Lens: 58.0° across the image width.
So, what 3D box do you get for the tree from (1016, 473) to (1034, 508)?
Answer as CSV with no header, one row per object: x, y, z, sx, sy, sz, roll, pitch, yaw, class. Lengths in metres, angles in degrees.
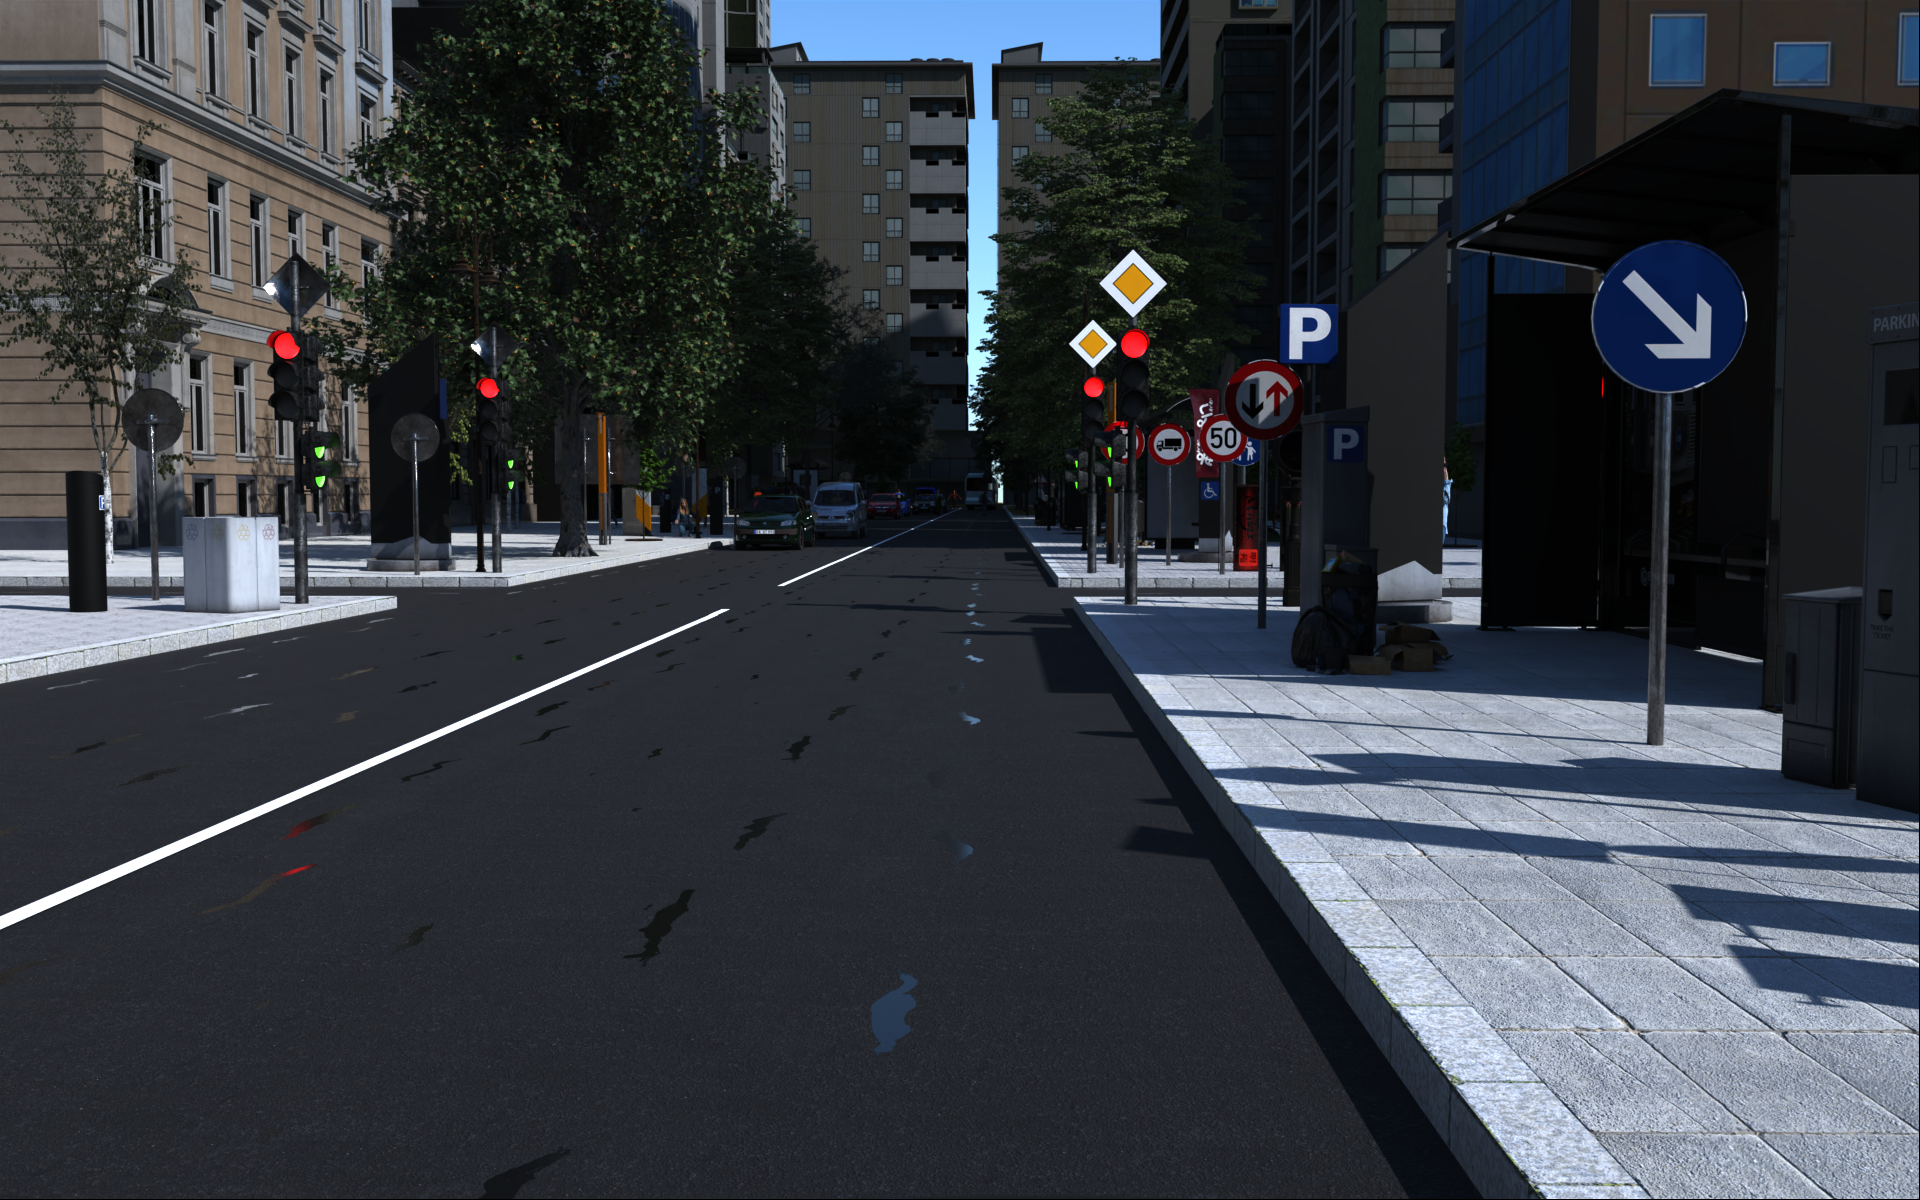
5.947,-10.176,160.973,1.663,3.219,1.824,0,3,0,tree

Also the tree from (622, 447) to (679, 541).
-8.554,-3.236,47.507,1.663,3.219,1.824,0,3,0,tree

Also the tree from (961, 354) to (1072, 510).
4.989,-14.386,141.861,9.857,13.997,8.962,0,3,0,tree

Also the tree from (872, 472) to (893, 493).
-6.433,-8.963,141.139,1.663,3.219,1.824,0,3,0,tree

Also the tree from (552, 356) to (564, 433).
-16.146,-6.939,63.816,4.737,8.622,4.395,0,3,0,tree

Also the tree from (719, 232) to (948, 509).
-7.256,-10.447,81.182,12.009,13.543,11.850,0,3,0,tree

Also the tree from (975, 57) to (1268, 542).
4.456,-7.793,45.542,7.486,12.596,7.792,0,3,0,tree

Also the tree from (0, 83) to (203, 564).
-15.637,-4.961,31.468,4.360,8.622,3.978,0,3,0,tree

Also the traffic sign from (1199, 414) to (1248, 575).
4.184,-1.679,27.559,0.768,2.556,0.104,0,4,7,traffic sign

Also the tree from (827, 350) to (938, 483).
-6.748,-14.779,148.291,9.857,13.997,8.962,0,3,0,tree

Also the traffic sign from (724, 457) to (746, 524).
-7.655,-3.601,58.990,0.768,2.556,0.104,0,4,3,traffic sign

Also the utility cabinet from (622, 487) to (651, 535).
-9.967,-2.730,53.319,0.318,1.500,1.173,-3,5,-42,utility cabinet

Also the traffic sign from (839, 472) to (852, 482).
-6.537,-6.042,98.889,0.768,2.556,0.104,0,4,2,traffic sign

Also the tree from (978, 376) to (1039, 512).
4.907,-11.416,121.069,7.601,10.594,8.767,-1,4,-10,tree

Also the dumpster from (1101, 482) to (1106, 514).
6.663,-4.852,81.822,1.502,2.255,1.985,0,4,1,dumpster

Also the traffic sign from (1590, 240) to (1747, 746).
3.561,-0.531,8.792,0.768,2.556,0.104,0,4,3,traffic sign

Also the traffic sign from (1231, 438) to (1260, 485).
5.098,-1.900,31.163,0.768,2.556,0.104,0,4,1,traffic sign

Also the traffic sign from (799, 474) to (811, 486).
-7.978,-5.329,89.258,0.606,2.300,0.079,1,4,9,traffic sign

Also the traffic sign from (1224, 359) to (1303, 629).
2.886,-1.001,16.472,0.768,2.556,0.104,0,4,6,traffic sign

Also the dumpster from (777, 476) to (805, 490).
-9.162,-5.552,93.276,1.502,2.255,1.985,0,4,1,dumpster

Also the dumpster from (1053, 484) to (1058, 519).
5.370,-5.087,85.667,1.502,2.255,1.985,0,4,1,dumpster

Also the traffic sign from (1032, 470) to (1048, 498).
4.060,-5.360,87.632,0.884,2.594,0.081,0,4,3,traffic sign

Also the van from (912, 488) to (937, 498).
-3.191,-9.451,158.902,2.240,2.365,5.245,0,4,0,van

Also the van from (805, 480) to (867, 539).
-4.011,-3.047,56.830,2.013,2.044,4.112,0,4,2,van

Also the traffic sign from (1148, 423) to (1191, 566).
3.742,-1.890,31.012,0.768,2.556,0.104,1,4,11,traffic sign

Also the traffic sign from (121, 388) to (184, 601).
-9.701,-1.267,20.817,0.768,2.556,0.104,0,4,3,traffic sign

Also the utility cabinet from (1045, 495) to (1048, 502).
4.674,-5.127,94.989,1.020,1.237,0.306,3,5,41,utility cabinet

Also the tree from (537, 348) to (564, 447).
-14.800,-6.557,57.567,4.360,8.622,3.978,0,3,0,tree

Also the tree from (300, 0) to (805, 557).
-7.968,-7.226,35.159,9.611,12.733,9.660,0,3,0,tree

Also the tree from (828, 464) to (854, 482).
-7.359,-6.957,108.344,1.663,3.219,1.824,0,3,0,tree

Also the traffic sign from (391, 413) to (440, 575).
-8.585,-1.664,27.308,0.768,2.556,0.104,0,4,2,traffic sign

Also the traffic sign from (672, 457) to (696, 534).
-8.822,-3.380,55.364,0.768,2.556,0.104,0,4,2,traffic sign

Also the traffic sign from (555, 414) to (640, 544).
-9.228,-3.068,44.042,2.265,3.308,0.079,1,4,10,traffic sign

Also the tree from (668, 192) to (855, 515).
-7.650,-8.943,64.348,7.486,12.596,7.792,0,3,0,tree

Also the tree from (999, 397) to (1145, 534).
4.056,-4.402,55.681,4.285,4.588,4.351,0,3,0,tree

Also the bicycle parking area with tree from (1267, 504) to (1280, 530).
10.815,-4.822,65.843,9.016,4.147,8.231,2,4,23,bicycle parking area with tree

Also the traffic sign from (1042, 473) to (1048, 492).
4.876,-6.225,101.885,0.768,2.556,0.104,0,4,7,traffic sign

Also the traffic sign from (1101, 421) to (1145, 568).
2.805,-1.827,29.983,0.768,2.556,0.104,0,4,5,traffic sign

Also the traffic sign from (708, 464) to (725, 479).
-10.333,-4.487,73.473,0.768,2.556,0.104,1,4,9,traffic sign

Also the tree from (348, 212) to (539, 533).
-13.768,-5.819,45.505,4.360,8.622,3.978,0,3,0,tree

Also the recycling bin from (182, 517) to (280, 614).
-7.984,-0.393,18.987,0.722,1.027,0.722,2,4,24,recycling bin
